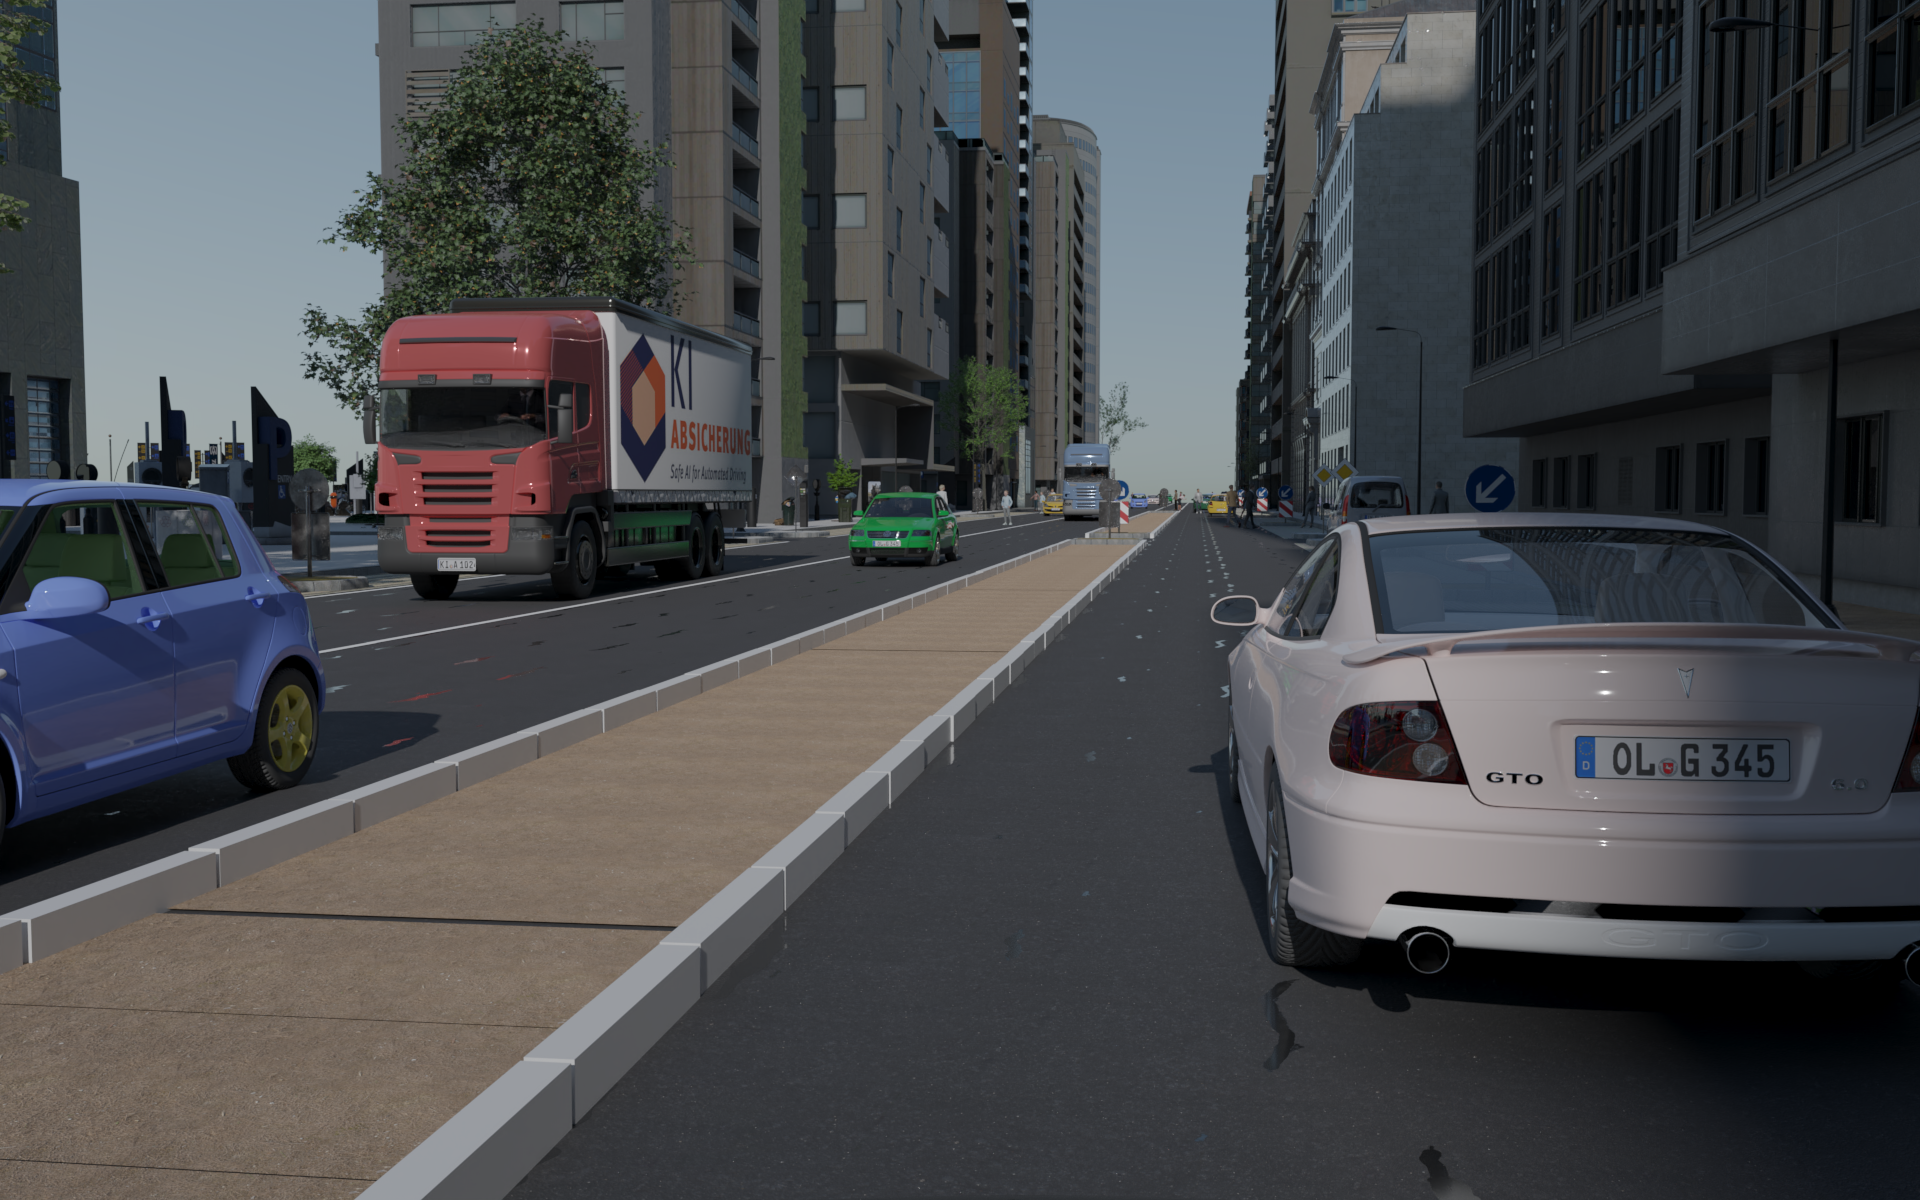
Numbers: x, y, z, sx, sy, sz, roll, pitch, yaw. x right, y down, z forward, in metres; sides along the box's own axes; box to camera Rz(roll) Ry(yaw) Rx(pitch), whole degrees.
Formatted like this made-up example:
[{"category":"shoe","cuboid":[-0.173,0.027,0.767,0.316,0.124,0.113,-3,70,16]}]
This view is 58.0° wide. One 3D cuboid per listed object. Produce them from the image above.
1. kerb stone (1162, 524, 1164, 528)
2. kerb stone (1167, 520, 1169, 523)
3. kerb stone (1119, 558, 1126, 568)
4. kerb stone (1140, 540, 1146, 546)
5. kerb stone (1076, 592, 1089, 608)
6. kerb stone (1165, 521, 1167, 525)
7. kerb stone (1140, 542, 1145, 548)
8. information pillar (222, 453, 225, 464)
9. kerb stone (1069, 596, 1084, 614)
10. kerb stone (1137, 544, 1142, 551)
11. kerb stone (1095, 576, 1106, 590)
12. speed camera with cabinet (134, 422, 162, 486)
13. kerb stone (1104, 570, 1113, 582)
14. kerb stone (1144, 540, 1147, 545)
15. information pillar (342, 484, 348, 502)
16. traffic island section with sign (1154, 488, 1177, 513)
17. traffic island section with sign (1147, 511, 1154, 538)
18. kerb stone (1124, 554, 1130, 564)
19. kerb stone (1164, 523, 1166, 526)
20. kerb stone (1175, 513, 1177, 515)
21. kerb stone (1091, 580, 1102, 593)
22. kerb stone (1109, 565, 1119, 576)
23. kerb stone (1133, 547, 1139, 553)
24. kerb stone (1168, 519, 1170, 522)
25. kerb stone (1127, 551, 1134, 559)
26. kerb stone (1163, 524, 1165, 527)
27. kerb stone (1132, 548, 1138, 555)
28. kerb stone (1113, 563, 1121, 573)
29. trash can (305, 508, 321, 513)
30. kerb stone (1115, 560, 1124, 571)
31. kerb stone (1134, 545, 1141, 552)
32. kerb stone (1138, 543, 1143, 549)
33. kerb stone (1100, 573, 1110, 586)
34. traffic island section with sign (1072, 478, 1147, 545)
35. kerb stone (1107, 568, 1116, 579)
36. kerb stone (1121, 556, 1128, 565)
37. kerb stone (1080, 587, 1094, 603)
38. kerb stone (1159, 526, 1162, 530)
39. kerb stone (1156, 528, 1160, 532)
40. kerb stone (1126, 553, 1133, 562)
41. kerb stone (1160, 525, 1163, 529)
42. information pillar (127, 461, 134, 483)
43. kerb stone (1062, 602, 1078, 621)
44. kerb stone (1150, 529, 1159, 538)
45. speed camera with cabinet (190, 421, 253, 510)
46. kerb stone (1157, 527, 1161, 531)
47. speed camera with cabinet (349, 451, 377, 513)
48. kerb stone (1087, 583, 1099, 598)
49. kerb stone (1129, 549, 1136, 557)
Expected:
[{"category":"kerb stone","cuboid":[7.847,-2.801,68.038,0.120,0.150,1.000,0,4,8]},{"category":"kerb stone","cuboid":[9.235,-3.424,78.180,0.120,0.150,1.000,0,4,8]},{"category":"kerb stone","cuboid":[3.026,-0.654,32.889,0.120,0.150,1.000,0,4,8]},{"category":"kerb stone","cuboid":[4.700,-1.402,45.116,0.120,0.150,1.000,0,4,8]},{"category":"kerb stone","cuboid":[1.497,0.030,21.708,0.120,0.150,1.000,0,4,8]},{"category":"kerb stone","cuboid":[8.813,-3.238,75.140,0.120,0.150,1.000,0,4,8]},{"category":"kerb stone","cuboid":[4.570,-1.335,44.102,0.120,0.150,1.000,0,4,8]},{"category":"information pillar","cuboid":[-40.793,-6.407,96.105,0.183,3.616,0.504,1,4,18]},{"category":"kerb stone","cuboid":[1.359,0.092,20.692,0.120,0.150,1.000,0,4,8]},{"category":"kerb stone","cuboid":[4.285,-1.215,42.062,0.120,0.150,1.000,0,4,8]},{"category":"kerb stone","cuboid":[2.053,-0.219,25.776,0.120,0.150,1.000,0,4,8]},{"category":"speed camera with cabinet","cuboid":[-22.616,-3.207,46.776,2.038,3.252,0.660,-3,4,-37]},{"category":"kerb stone","cuboid":[2.328,-0.343,27.804,0.120,0.150,1.000,0,4,8]},{"category":"kerb stone","cuboid":[4.846,-1.461,46.128,0.120,0.150,1.000,0,4,8]},{"category":"information pillar","cuboid":[-42.916,-7.118,120.870,0.304,2.012,0.304,3,4,38]},{"category":"traffic island section with sign","cuboid":[15.459,-7.537,131.364,2.006,1.907,1.989,0,4,8]},{"category":"traffic island section with sign","cuboid":[5.265,-2.984,56.917,2.006,1.907,1.989,0,4,8]},{"category":"kerb stone","cuboid":[3.305,-0.779,34.935,0.120,0.150,1.000,0,4,8]},{"category":"kerb stone","cuboid":[8.269,-2.990,71.074,0.120,0.150,1.000,0,4,8]},{"category":"kerb stone","cuboid":[12.989,-5.100,105.579,0.120,0.150,1.000,0,4,8]},{"category":"kerb stone","cuboid":[1.912,-0.152,24.764,0.120,0.150,1.000,0,4,8]},{"category":"kerb stone","cuboid":[2.617,-0.467,29.828,0.120,0.150,1.000,0,4,8]},{"category":"kerb stone","cuboid":[4.002,-1.084,40.016,0.120,0.150,1.000,0,4,8]},{"category":"kerb stone","cuboid":[9.659,-3.610,81.216,0.120,0.150,1.000,0,4,8]},{"category":"kerb stone","cuboid":[3.589,-0.903,36.959,0.120,0.150,1.000,0,4,8]},{"category":"kerb stone","cuboid":[7.986,-2.865,69.050,0.120,0.150,1.000,0,4,8]},{"category":"kerb stone","cuboid":[3.863,-1.028,39.000,0.120,0.150,1.000,0,4,8]},{"category":"kerb stone","cuboid":[2.746,-0.524,30.856,0.120,0.150,1.000,0,4,8]},{"category":"trash can","cuboid":[-25.726,-3.497,68.823,0.748,1.137,0.748,0,3,0]},{"category":"kerb stone","cuboid":[2.890,-0.592,31.876,0.120,0.150,1.000,0,4,8]},{"category":"kerb stone","cuboid":[4.147,-1.152,41.035,0.120,0.150,1.000,0,4,8]},{"category":"kerb stone","cuboid":[4.426,-1.269,43.090,0.120,0.150,1.000,0,4,8]},{"category":"kerb stone","cuboid":[2.192,-0.281,26.790,0.120,0.150,1.000,0,4,8]},{"category":"traffic island section with sign","cuboid":[4.249,-2.535,49.580,2.006,1.907,1.989,0,4,8]},{"category":"kerb stone","cuboid":[2.471,-0.400,28.817,0.120,0.150,1.000,0,4,8]},{"category":"kerb stone","cuboid":[3.170,-0.717,33.915,0.120,0.150,1.000,0,4,8]},{"category":"kerb stone","cuboid":[1.630,-0.032,22.722,0.120,0.150,1.000,0,4,8]},{"category":"kerb stone","cuboid":[7.292,-2.555,63.977,0.120,0.150,1.000,0,4,8]},{"category":"kerb stone","cuboid":[6.878,-2.369,60.936,0.120,0.150,1.000,0,4,8]},{"category":"kerb stone","cuboid":[3.452,-0.841,35.946,0.120,0.150,1.000,0,4,8]},{"category":"kerb stone","cuboid":[7.436,-2.618,64.998,0.120,0.150,1.000,0,4,8]},{"category":"information pillar","cuboid":[-58.464,-8.000,122.152,0.504,3.616,0.183,0,4,6]},{"category":"kerb stone","cuboid":[1.220,0.155,19.678,0.120,0.150,1.000,0,4,8]},{"category":"kerb stone","cuboid":[6.732,-2.301,59.924,0.120,0.150,1.000,0,4,8]},{"category":"speed camera with cabinet","cuboid":[-19.531,-3.160,45.999,0.660,3.252,2.038,1,4,15]},{"category":"kerb stone","cuboid":[7.012,-2.431,61.949,0.120,0.150,1.000,0,4,8]},{"category":"speed camera with cabinet","cuboid":[-27.331,-5.280,80.660,2.038,3.252,0.660,-1,4,-23]},{"category":"kerb stone","cuboid":[1.778,-0.094,23.734,0.120,0.150,1.000,0,4,8]},{"category":"kerb stone","cuboid":[3.729,-0.965,37.986,0.120,0.150,1.000,0,4,8]}]
